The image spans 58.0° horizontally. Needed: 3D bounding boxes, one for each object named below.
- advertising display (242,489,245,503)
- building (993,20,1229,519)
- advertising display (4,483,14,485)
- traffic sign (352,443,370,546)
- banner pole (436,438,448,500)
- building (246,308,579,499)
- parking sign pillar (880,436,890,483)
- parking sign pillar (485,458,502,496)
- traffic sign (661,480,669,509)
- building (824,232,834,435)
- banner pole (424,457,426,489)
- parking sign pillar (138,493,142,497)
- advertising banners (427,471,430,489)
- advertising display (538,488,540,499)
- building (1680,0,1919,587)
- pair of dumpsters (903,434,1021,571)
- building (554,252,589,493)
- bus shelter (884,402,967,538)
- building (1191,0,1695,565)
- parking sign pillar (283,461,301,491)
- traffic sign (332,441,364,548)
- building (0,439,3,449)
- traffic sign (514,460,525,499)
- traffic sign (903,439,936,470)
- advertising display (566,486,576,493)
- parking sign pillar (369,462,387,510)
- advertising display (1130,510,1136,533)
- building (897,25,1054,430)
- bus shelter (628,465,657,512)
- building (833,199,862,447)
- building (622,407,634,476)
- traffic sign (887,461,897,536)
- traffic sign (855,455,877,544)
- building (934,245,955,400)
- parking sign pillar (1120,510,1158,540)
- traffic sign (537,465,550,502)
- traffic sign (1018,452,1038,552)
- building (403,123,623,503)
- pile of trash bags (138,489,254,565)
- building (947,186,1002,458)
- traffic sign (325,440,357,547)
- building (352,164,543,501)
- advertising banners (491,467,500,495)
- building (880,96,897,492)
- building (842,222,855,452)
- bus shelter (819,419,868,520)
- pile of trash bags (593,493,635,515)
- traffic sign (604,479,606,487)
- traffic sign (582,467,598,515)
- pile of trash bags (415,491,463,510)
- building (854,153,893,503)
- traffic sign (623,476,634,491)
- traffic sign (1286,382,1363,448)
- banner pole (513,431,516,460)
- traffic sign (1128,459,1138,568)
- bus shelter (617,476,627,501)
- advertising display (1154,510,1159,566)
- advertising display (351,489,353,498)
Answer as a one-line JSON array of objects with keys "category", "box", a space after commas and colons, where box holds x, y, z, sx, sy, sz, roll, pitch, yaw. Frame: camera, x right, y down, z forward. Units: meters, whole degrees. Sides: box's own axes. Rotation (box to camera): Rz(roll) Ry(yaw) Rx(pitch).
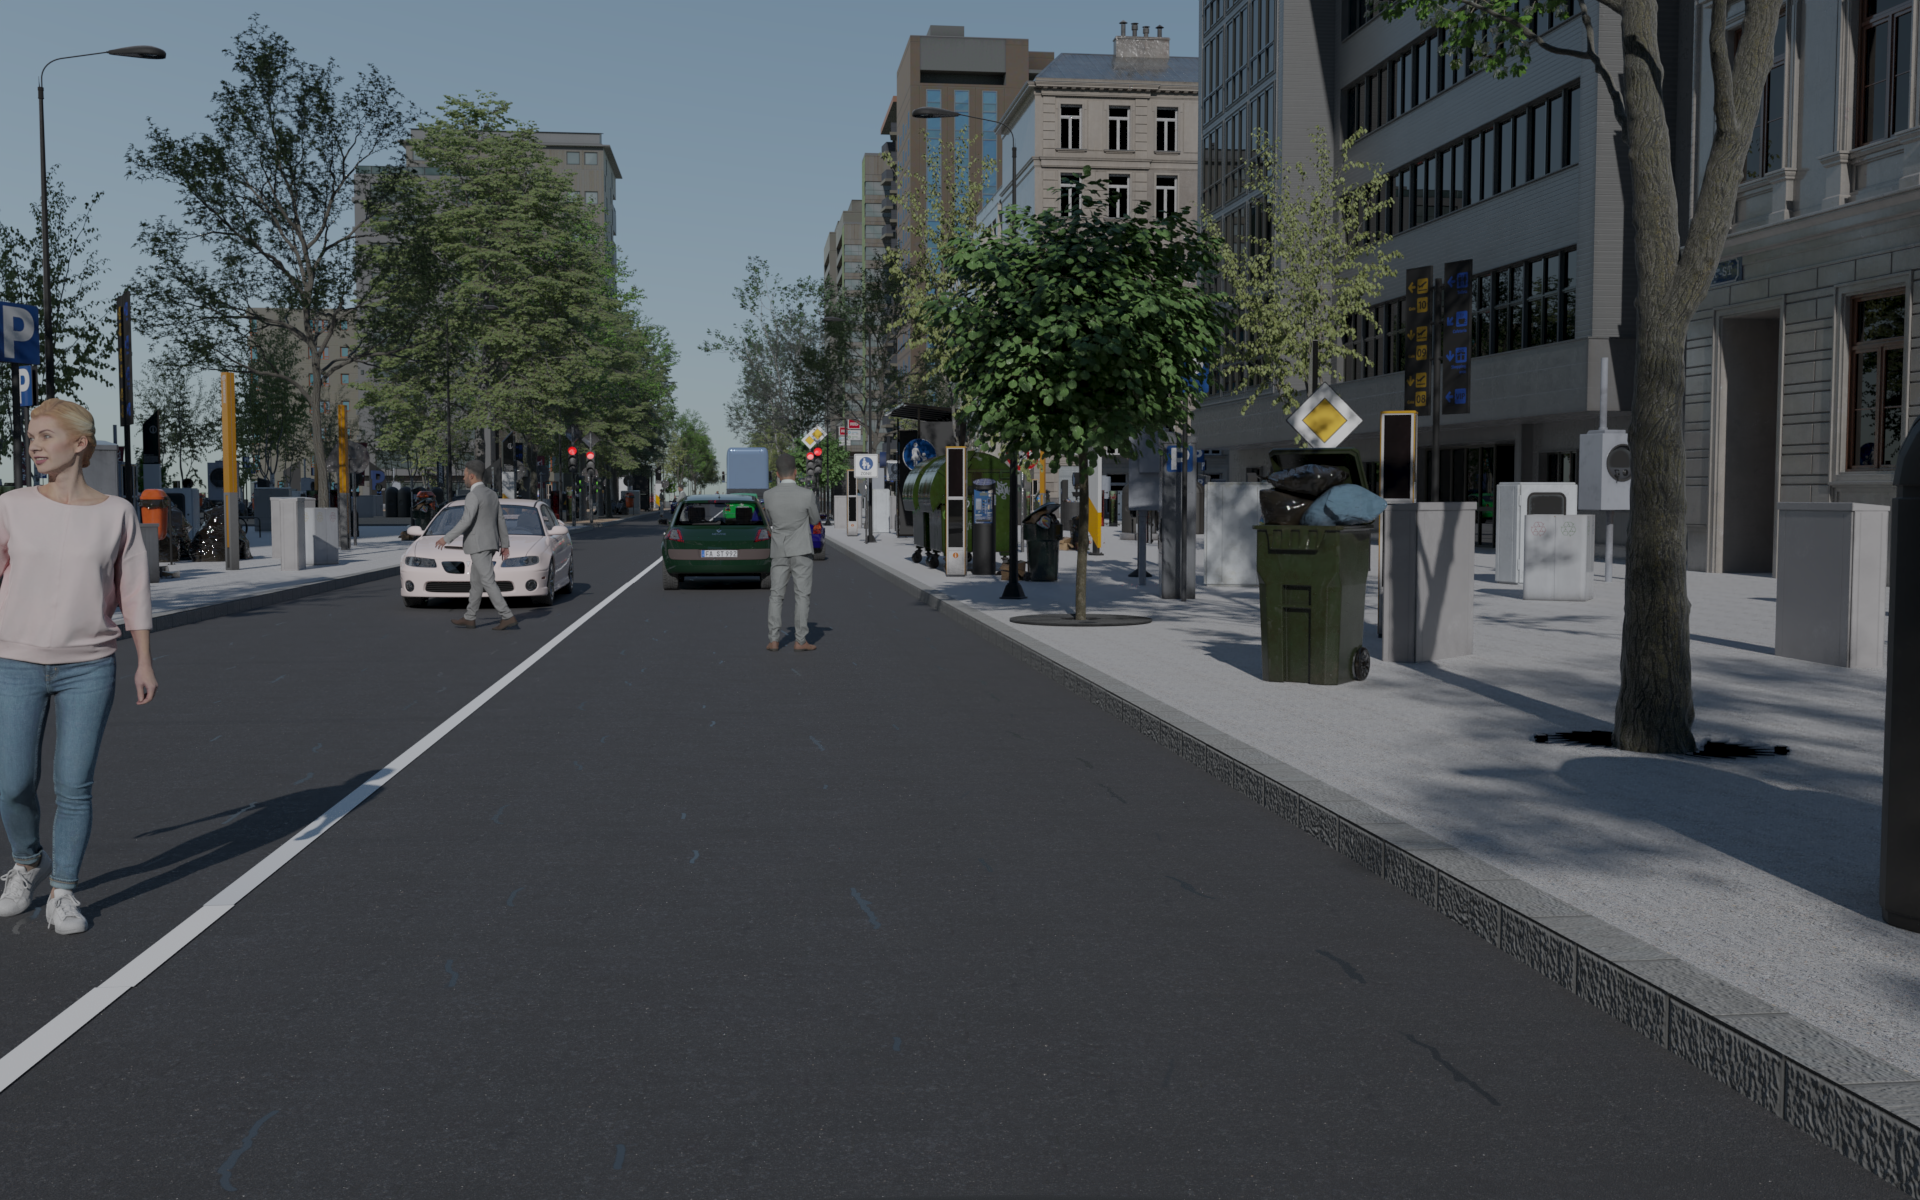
[{"category": "advertising display", "box": [-54.805, -7.776, 132.345, 0.123, 1.923, 0.974, -2, 4, -29]}, {"category": "building", "box": [15.146, -18.321, 96.817, 25.104, 27.353, 12.463, 0, 4, -7]}, {"category": "advertising display", "box": [-52.753, -5.584, 96.504, 0.974, 1.923, 0.123, 0, 4, 6]}, {"category": "traffic sign", "box": [-15.021, -2.620, 42.948, 0.768, 2.556, 0.104, 0, 4, -5]}, {"category": "banner pole", "box": [-23.061, -5.339, 77.307, 0.401, 3.779, 0.863, 2, 4, 28]}, {"category": "building", "box": [-54.046, -20.278, 176.581, 27.650, 21.520, 28.899, 0, 4, -7]}, {"category": "parking sign pillar", "box": [-3.417, -5.557, 79.332, 1.447, 3.967, 1.447, 0, 4, -1]}, {"category": "parking sign pillar", "box": [-35.622, -8.911, 134.161, 1.447, 3.967, 1.447, 3, 4, 36]}, {"category": "traffic sign", "box": [-25.770, -9.244, 151.250, 0.768, 2.556, 0.104, 0, 4, 1]}, {"category": "building", "box": [-12.514, -41.494, 302.132, 21.300, 48.544, 21.600, 0, 4, -7]}, {"category": "banner pole", "box": [-33.485, -7.246, 108.489, 0.401, 3.779, 0.863, -1, 4, -20]}, {"category": "parking sign pillar", "box": [-62.806, -8.812, 132.540, 1.447, 3.967, 1.447, 1, 4, 17]}, {"category": "advertising banners", "box": [-40.802, -8.397, 133.484, 0.090, 3.025, 2.074, 0, 4, -4]}, {"category": "advertising display", "box": [-34.179, -8.213, 139.503, 0.974, 1.923, 0.123, 2, 4, 34]}, {"category": "building", "box": [18.295, -11.199, 19.265, 11.583, 22.565, 21.152, 0, 4, -7]}, {"category": "pair of dumpsters", "box": [-0.009, -1.687, 30.080, 1.574, 2.255, 4.437, 0, 4, -7]}, {"category": "building", "box": [-50.217, -26.099, 198.412, 14.160, 30.474, 14.107, 0, 4, -7]}, {"category": "bus shelter", "box": [-0.964, -3.445, 47.615, 1.731, 3.624, 6.357, 0, 4, -7]}, {"category": "building", "box": [16.672, -13.862, 45.718, 14.314, 24.678, 30.058, 0, 4, -7]}, {"category": "parking sign pillar", "box": [-52.704, -9.067, 136.725, 1.447, 3.967, 1.447, -1, 4, -14]}, {"category": "traffic sign", "box": [-14.646, -2.529, 41.458, 0.768, 2.556, 0.104, 0, 4, 1]}, {"category": "building", "box": [-42.959, -23.611, 40.657, 28.867, 44.769, 22.147, 0, 4, -7]}, {"category": "traffic sign", "box": [-16.746, -3.981, 65.200, 0.768, 2.556, 0.104, 0, 4, 0]}, {"category": "traffic sign", "box": [-0.929, -2.432, 39.869, 0.768, 2.556, 0.104, 0, 4, -1]}, {"category": "advertising display", "box": [-32.224, -8.463, 143.580, 0.123, 1.923, 0.974, 3, 5, 43]}, {"category": "parking sign pillar", "box": [-48.084, -9.455, 143.067, 1.447, 3.967, 1.447, -3, 5, -43]}, {"category": "advertising display", "box": [5.489, -2.842, 51.685, 0.974, 1.923, 0.123, -2, 4, -32]}, {"category": "building", "box": [1.407, -31.670, 167.922, 14.600, 45.320, 14.200, 0, 4, -7]}, {"category": "bus shelter", "box": [-23.621, -9.154, 127.305, 2.179, 5.291, 8.768, 0, 4, -7]}, {"category": "building", "box": [-8.785, -40.177, 280.593, 21.300, 48.544, 21.600, 0, 4, -7]}, {"category": "building", "box": [-67.934, -26.837, 283.818, 27.650, 21.520, 28.899, 0, 4, -7]}, {"category": "traffic sign", "box": [-1.940, -3.124, 53.205, 0.606, 2.300, 0.079, 0, 4, 1]}, {"category": "traffic sign", "box": [-2.406, -2.585, 44.393, 0.606, 2.300, 0.079, 0, 4, -6]}, {"category": "building", "box": [5.208, -19.460, 137.263, 14.460, 24.649, 34.723, 0, 4, -7]}, {"category": "parking sign pillar", "box": [5.200, -3.669, 48.458, 1.447, 3.967, 1.447, 1, 4, 11]}, {"category": "traffic sign", "box": [-18.357, -4.640, 75.977, 0.768, 2.556, 0.104, 0, 4, 2]}, {"category": "traffic sign", "box": [1.379, -2.328, 38.171, 0.768, 2.556, 0.104, 0, 4, -4]}, {"category": "building", "box": [-64.716, -40.690, 254.527, 28.713, 52.752, 27.495, 0, 4, -7]}, {"category": "pile of trash bags", "box": [-14.695, -1.405, 32.728, 1.912, 1.369, 3.447, 0, 4, -7]}, {"category": "building", "box": [5.331, -15.701, 111.469, 10.420, 20.320, 16.860, 0, 4, -7]}, {"category": "traffic sign", "box": [-15.039, -2.565, 41.935, 0.884, 2.594, 0.081, 0, 4, -3]}, {"category": "building", "box": [-45.607, -23.480, 155.596, 14.160, 30.474, 14.107, 0, 4, -7]}, {"category": "advertising banners", "box": [-29.847, -7.045, 111.370, 0.090, 3.025, 2.074, -2, 4, -28]}, {"category": "building", "box": [2.760, -32.760, 190.246, 22.147, 44.769, 28.867, 0, 4, -7]}, {"category": "building", "box": [-10.847, -35.390, 262.218, 14.154, 41.232, 14.086, 0, 4, -7]}, {"category": "bus shelter", "box": [-6.040, -6.863, 89.836, 2.179, 5.291, 8.768, 0, 4, -7]}, {"category": "pile of trash bags", "box": [-20.999, -5.899, 106.196, 1.912, 1.369, 3.447, -3, 5, -44]}, {"category": "traffic sign", "box": [-27.693, -8.341, 136.483, 0.768, 2.556, 0.104, 0, 4, -6]}, {"category": "traffic sign", "box": [-17.113, -4.894, 80.125, 0.768, 2.556, 0.104, 0, 4, -6]}, {"category": "pile of trash bags", "box": [-15.409, -2.662, 53.269, 1.912, 1.369, 3.447, 2, 4, 25]}, {"category": "building", "box": [-4.985, -32.257, 210.993, 14.154, 41.232, 14.086, 0, 4, -7]}, {"category": "traffic sign", "box": [-22.825, -7.291, 119.310, 0.768, 2.556, 0.104, 0, 4, -2]}, {"category": "traffic sign", "box": [3.749, -1.021, 17.885, 0.795, 2.450, 0.064, 0, 4, 1]}, {"category": "banner pole", "box": [-17.662, -4.799, 68.478, 0.401, 3.779, 0.863, 0, 4, 1]}, {"category": "traffic sign", "box": [2.944, -1.725, 28.305, 0.768, 2.556, 0.104, 0, 4, 2]}, {"category": "bus shelter", "box": [-27.085, -9.034, 141.625, 2.014, 3.302, 5.546, 0, 4, -7]}, {"category": "advertising display", "box": [3.580, -1.560, 30.724, 0.123, 1.923, 0.974, 0, 4, 2]}, {"category": "advertising display", "box": [-47.470, -7.950, 135.197, 0.974, 1.923, 0.123, 2, 4, 33]}]
